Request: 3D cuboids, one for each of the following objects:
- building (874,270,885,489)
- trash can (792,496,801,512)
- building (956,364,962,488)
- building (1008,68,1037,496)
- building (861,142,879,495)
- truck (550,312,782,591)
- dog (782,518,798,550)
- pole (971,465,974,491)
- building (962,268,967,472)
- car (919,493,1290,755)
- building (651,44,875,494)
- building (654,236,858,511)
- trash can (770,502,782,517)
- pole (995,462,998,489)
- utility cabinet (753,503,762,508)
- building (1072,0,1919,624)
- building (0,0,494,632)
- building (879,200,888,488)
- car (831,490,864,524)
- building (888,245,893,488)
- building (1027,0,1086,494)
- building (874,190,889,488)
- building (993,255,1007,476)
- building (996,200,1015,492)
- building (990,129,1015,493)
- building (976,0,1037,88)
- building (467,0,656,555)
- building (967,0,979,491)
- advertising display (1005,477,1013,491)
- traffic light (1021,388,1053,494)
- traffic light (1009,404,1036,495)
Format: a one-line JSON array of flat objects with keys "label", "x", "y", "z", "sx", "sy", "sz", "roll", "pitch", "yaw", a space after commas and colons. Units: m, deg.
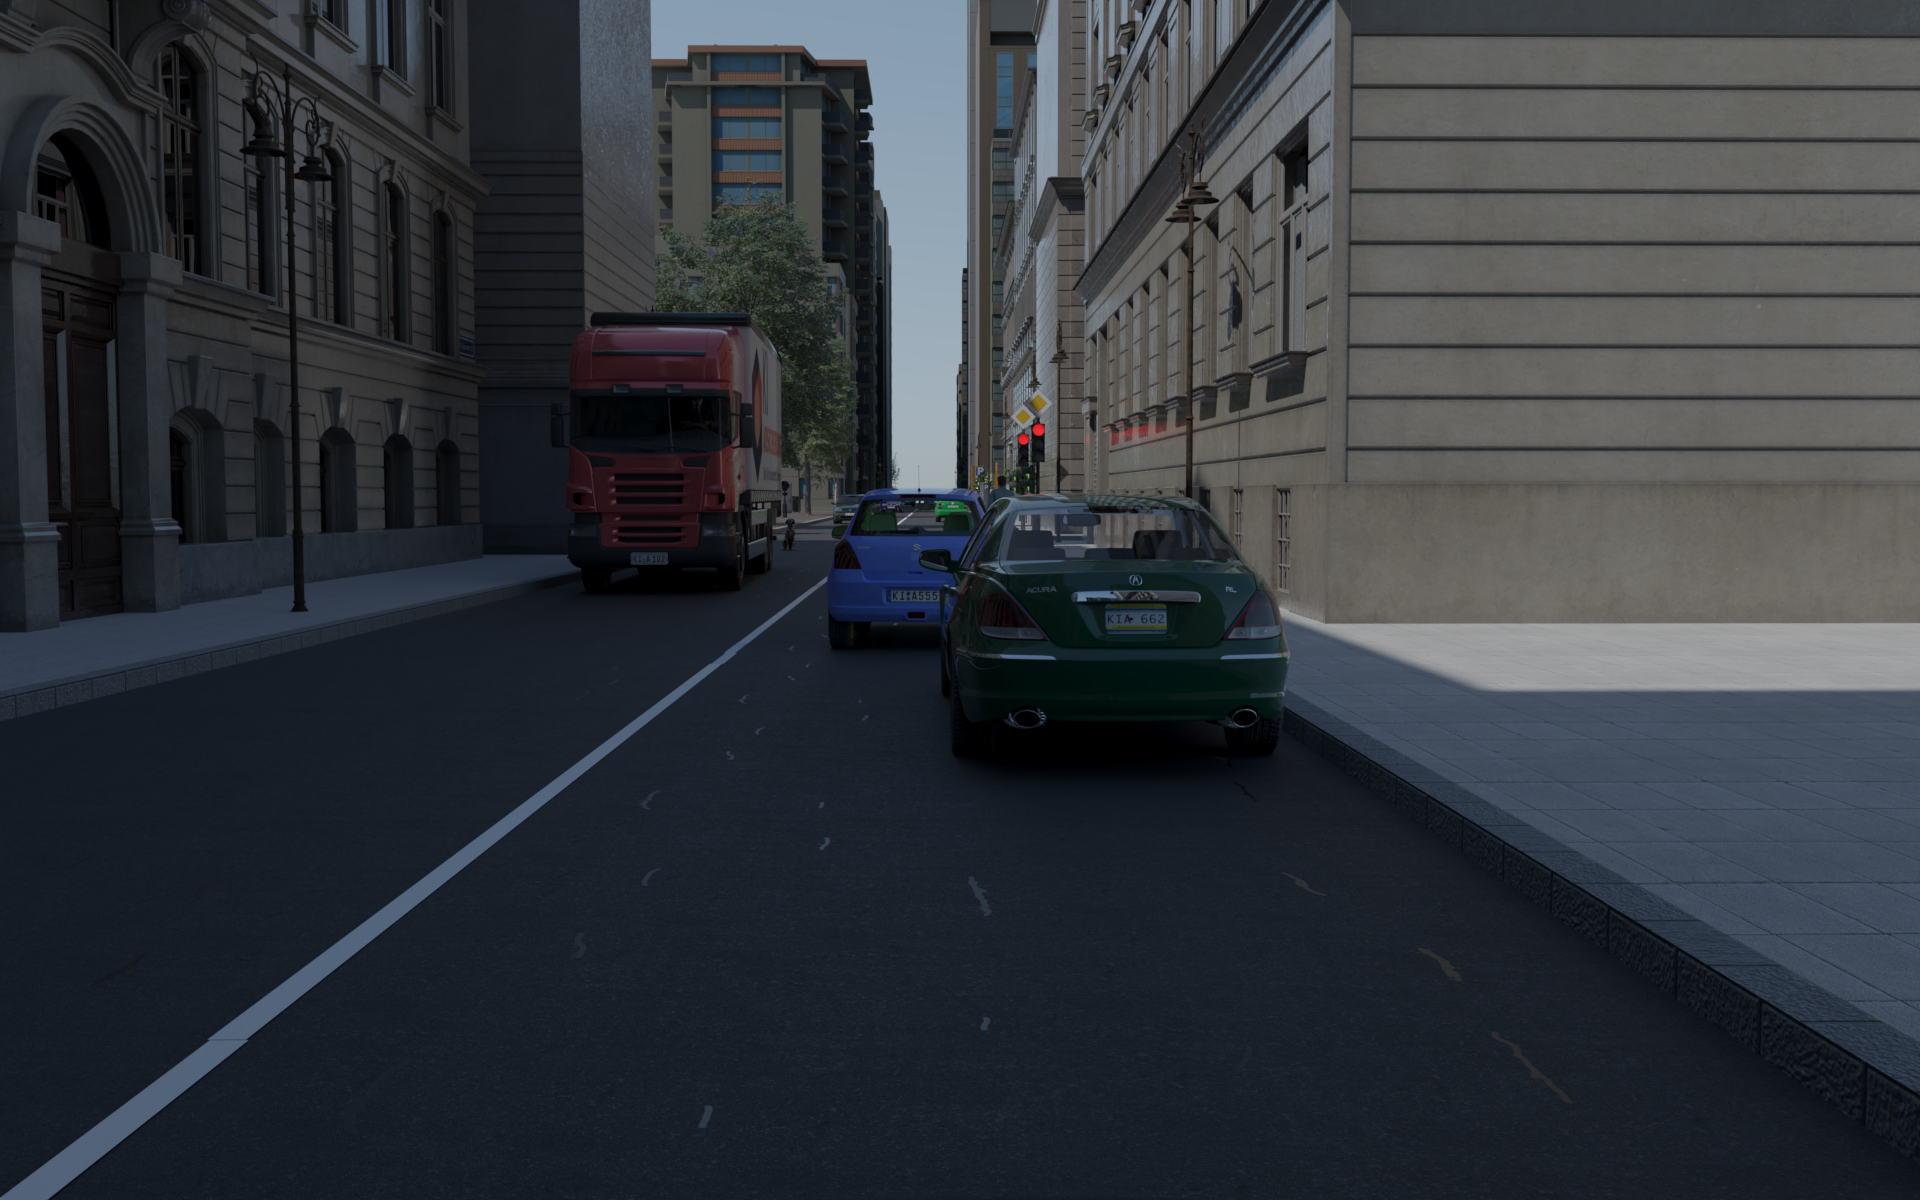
[{"label": "building", "x": -16.816, "y": -27.401, "z": 219.701, "sx": 14.160, "sy": 30.474, "sz": 14.107, "roll": 0, "pitch": 4, "yaw": -1}, {"label": "trash can", "x": -11.559, "y": -6.770, "z": 122.346, "sx": 0.748, "sy": 1.137, "sz": 0.748, "roll": 0, "pitch": 3, "yaw": 0}, {"label": "building", "x": 13.472, "y": -24.403, "z": 244.021, "sx": 27.650, "sy": 21.520, "sz": 28.899, "roll": 0, "pitch": 4, "yaw": -1}, {"label": "building", "x": 7.484, "y": -14.106, "z": 79.786, "sx": 9.793, "sy": 20.994, "sz": 18.267, "roll": 0, "pitch": 4, "yaw": -1}, {"label": "building", "x": -16.859, "y": -31.299, "z": 195.335, "sx": 14.154, "sy": 41.232, "sz": 14.086, "roll": 0, "pitch": 4, "yaw": -1}, {"label": "truck", "x": -4.548, "y": -2.454, "z": 29.041, "sx": 2.839, "sy": 4.237, "sz": 11.283, "roll": 0, "pitch": 4, "yaw": -2}, {"label": "dog", "x": -4.302, "y": -1.688, "z": 44.435, "sx": 0.513, "sy": 0.831, "sz": 0.800, "roll": 2, "pitch": 4, "yaw": 24}, {"label": "pole", "x": 0.874, "y": -7.920, "z": 123.338, "sx": 0.158, "sy": 3.312, "sz": 0.155, "roll": 0, "pitch": 3, "yaw": 0}, {"label": "building", "x": 7.200, "y": -27.518, "z": 221.619, "sx": 14.160, "sy": 30.474, "sz": 14.107, "roll": 0, "pitch": 4, "yaw": -1}, {"label": "car", "x": 0.807, "y": 0.051, "z": 10.964, "sx": 2.131, "sy": 1.459, "sz": 4.920, "roll": 0, "pitch": 4, "yaw": -2}, {"label": "building", "x": -19.815, "y": -31.665, "z": 172.349, "sx": 22.147, "sy": 44.769, "sz": 28.867, "roll": 0, "pitch": 4, "yaw": -1}, {"label": "building", "x": -23.001, "y": -18.292, "z": 144.107, "sx": 27.650, "sy": 21.520, "sz": 28.899, "roll": 0, "pitch": 4, "yaw": -1}, {"label": "trash can", "x": -10.213, "y": -5.164, "z": 96.082, "sx": 0.748, "sy": 1.137, "sz": 0.748, "roll": 0, "pitch": 3, "yaw": 0}, {"label": "pole", "x": 2.349, "y": -7.207, "z": 111.673, "sx": 0.158, "sy": 3.312, "sz": 0.155, "roll": 0, "pitch": 3, "yaw": 0}, {"label": "utility cabinet", "x": -8.316, "y": -3.612, "z": 67.728, "sx": 1.173, "sy": 1.500, "sz": 0.318, "roll": -1, "pitch": 4, "yaw": -9}, {"label": "building", "x": 10.675, "y": -12.075, "z": 30.714, "sx": 16.112, "sy": 22.955, "sz": 30.059, "roll": 0, "pitch": 4, "yaw": -1}, {"label": "building", "x": -14.455, "y": -12.096, "z": 16.862, "sx": 14.460, "sy": 24.649, "sz": 34.723, "roll": 0, "pitch": 4, "yaw": -1}, {"label": "building", "x": -17.473, "y": -33.660, "z": 233.940, "sx": 14.154, "sy": 41.232, "sz": 14.086, "roll": 0, "pitch": 4, "yaw": -1}, {"label": "car", "x": -5.186, "y": -4.522, "z": 83.717, "sx": 2.009, "sy": 1.686, "sz": 4.222, "roll": 0, "pitch": 4, "yaw": 0}, {"label": "building", "x": -18.041, "y": -36.277, "z": 276.717, "sx": 14.154, "sy": 41.232, "sz": 14.086, "roll": 0, "pitch": 4, "yaw": -1}, {"label": "building", "x": 15.043, "y": -16.062, "z": 59.877, "sx": 25.104, "sy": 27.353, "sz": 12.463, "roll": 0, "pitch": 4, "yaw": -1}, {"label": "building", "x": -17.826, "y": -37.431, "z": 262.103, "sx": 14.600, "sy": 45.320, "sz": 14.200, "roll": 0, "pitch": 4, "yaw": -1}, {"label": "building", "x": 8.413, "y": -17.279, "z": 118.675, "sx": 11.583, "sy": 22.565, "sz": 21.152, "roll": 0, "pitch": 4, "yaw": -1}, {"label": "building", "x": 7.621, "y": -14.310, "z": 98.588, "sx": 10.561, "sy": 19.102, "sz": 19.286, "roll": 0, "pitch": 4, "yaw": -1}, {"label": "building", "x": 9.415, "y": -22.533, "z": 140.108, "sx": 14.160, "sy": 30.474, "sz": 14.107, "roll": 0, "pitch": 4, "yaw": -1}, {"label": "building", "x": 8.438, "y": -30.824, "z": 154.088, "sx": 14.600, "sy": 45.320, "sz": 14.200, "roll": 0, "pitch": 4, "yaw": -1}, {"label": "building", "x": -16.785, "y": -11.705, "z": 40.529, "sx": 18.267, "sy": 20.994, "sz": 9.793, "roll": 0, "pitch": 4, "yaw": -1}, {"label": "building", "x": 11.195, "y": -38.788, "z": 176.190, "sx": 21.231, "sy": 58.520, "sz": 28.212, "roll": 0, "pitch": 4, "yaw": -1}, {"label": "advertising display", "x": 1.811, "y": -3.621, "z": 64.416, "sx": 0.123, "sy": 1.923, "sz": 0.974, "roll": -1, "pitch": 4, "yaw": -8}, {"label": "traffic light", "x": 2.062, "y": -3.504, "z": 46.215, "sx": 0.839, "sy": 4.253, "sz": 0.868, "roll": 0, "pitch": 4, "yaw": -1}, {"label": "traffic light", "x": 1.956, "y": -3.993, "z": 54.200, "sx": 0.839, "sy": 4.253, "sz": 0.868, "roll": 0, "pitch": 4, "yaw": -1}]
